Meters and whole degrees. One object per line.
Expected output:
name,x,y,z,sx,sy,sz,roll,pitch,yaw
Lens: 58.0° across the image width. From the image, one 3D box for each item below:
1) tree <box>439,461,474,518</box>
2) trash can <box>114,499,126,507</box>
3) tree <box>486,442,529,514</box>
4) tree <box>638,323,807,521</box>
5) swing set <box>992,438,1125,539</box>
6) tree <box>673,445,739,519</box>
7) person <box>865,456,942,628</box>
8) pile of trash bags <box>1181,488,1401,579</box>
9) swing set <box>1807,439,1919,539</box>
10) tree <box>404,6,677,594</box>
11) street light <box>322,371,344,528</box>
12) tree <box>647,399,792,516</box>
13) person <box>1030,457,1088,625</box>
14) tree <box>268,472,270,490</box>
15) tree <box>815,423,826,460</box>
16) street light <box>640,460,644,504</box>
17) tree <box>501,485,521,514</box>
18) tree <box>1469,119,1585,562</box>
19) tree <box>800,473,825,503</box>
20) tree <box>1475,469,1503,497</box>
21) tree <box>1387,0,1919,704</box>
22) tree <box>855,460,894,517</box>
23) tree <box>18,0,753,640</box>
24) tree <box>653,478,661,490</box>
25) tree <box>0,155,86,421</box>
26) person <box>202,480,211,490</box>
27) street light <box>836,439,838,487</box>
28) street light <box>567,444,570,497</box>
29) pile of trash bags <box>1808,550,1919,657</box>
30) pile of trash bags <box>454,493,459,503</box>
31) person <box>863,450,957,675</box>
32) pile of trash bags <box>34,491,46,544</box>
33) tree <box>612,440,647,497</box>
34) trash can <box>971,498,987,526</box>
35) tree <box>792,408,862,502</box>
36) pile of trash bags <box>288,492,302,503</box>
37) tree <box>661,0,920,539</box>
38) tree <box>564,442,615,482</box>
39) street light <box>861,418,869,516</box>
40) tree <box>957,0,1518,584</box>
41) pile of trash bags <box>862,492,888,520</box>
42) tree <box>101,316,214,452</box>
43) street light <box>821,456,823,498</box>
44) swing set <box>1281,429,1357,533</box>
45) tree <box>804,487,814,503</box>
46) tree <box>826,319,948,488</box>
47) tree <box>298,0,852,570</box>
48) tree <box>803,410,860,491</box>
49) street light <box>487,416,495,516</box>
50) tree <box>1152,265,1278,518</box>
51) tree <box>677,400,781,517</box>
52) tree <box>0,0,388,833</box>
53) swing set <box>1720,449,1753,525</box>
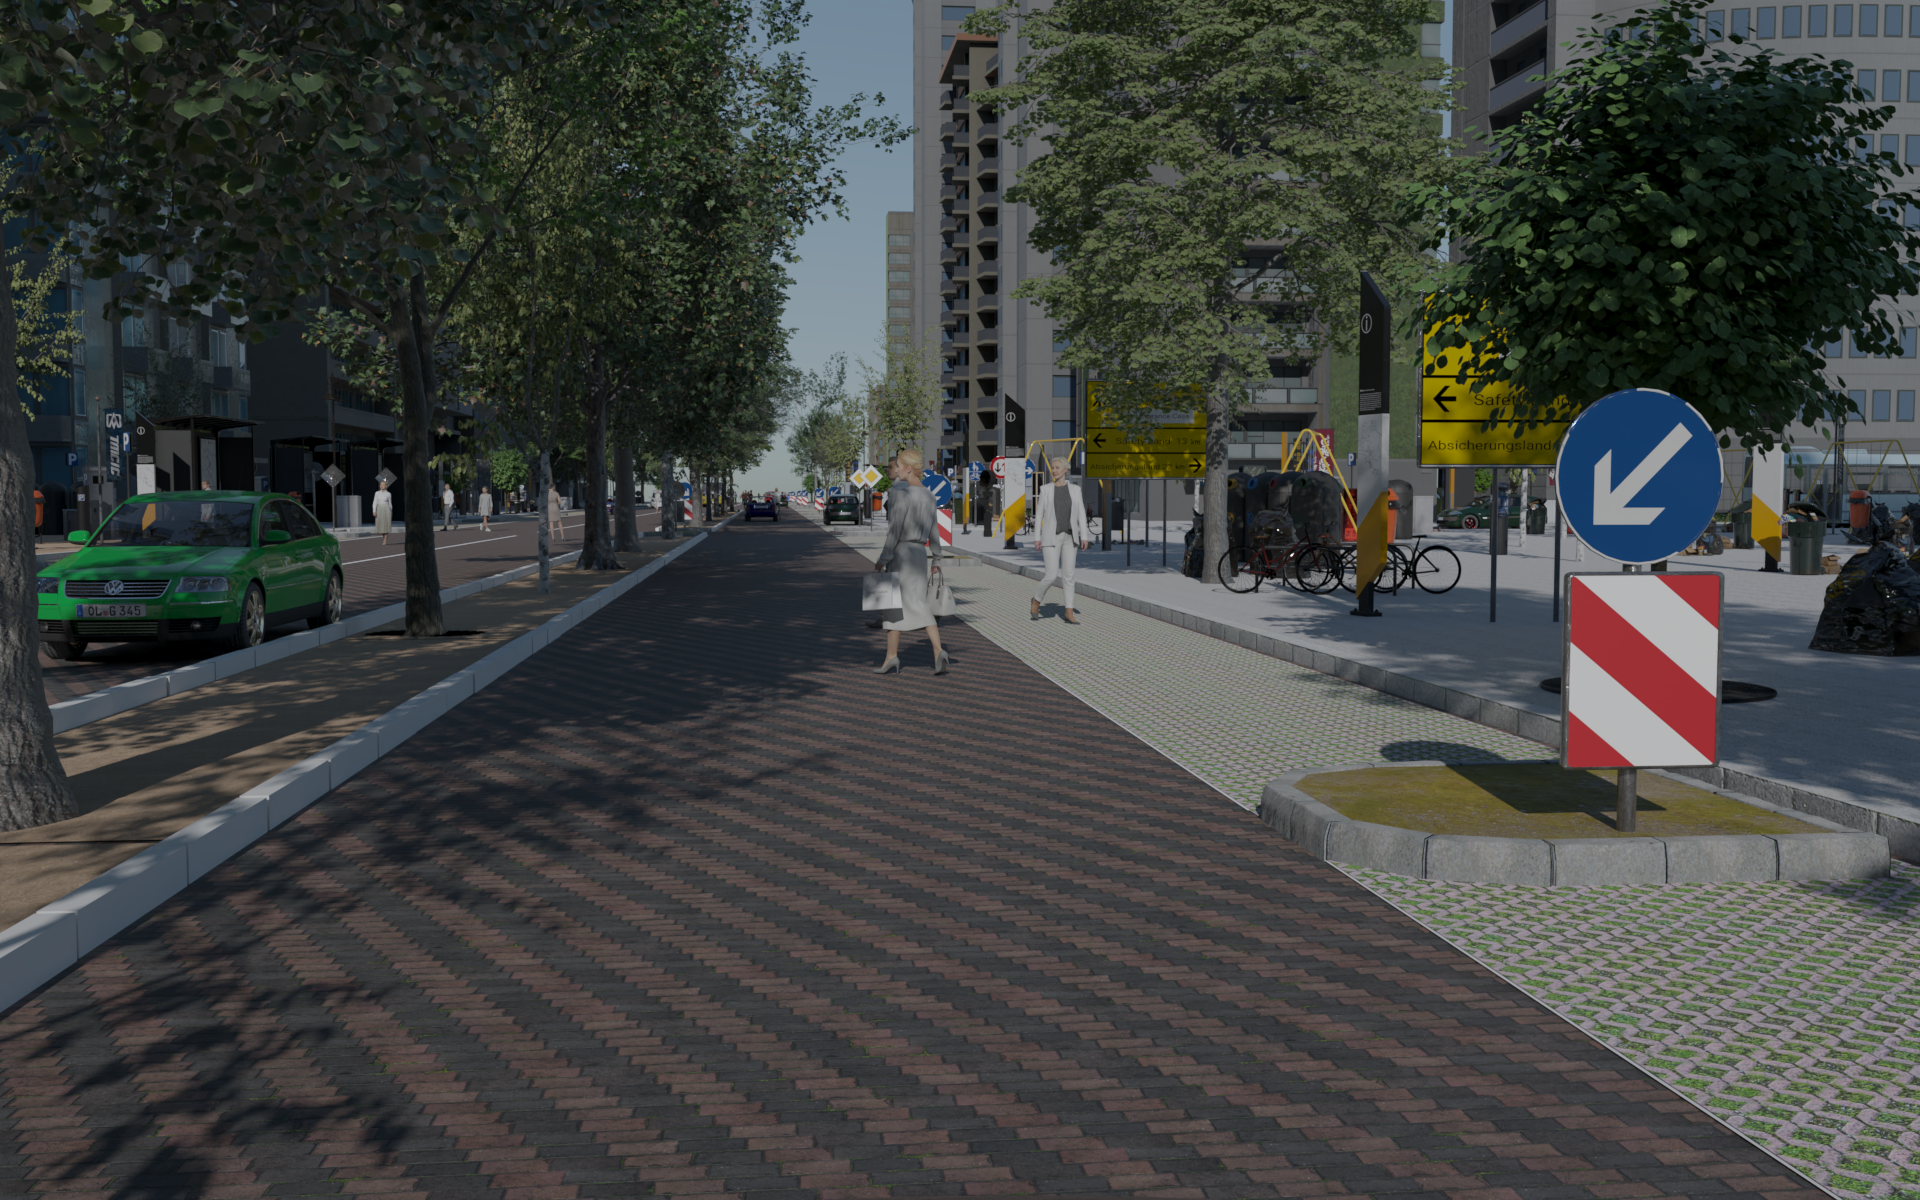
tree,-26.482,-5.926,91.486,1.663,3.219,1.824,0,3,0
trash can,-22.373,-2.143,46.695,0.748,1.137,0.748,0,3,0
tree,-28.787,-7.711,109.793,4.285,4.588,4.351,0,3,0
tree,-13.179,-10.854,90.289,12.009,13.543,11.850,0,3,0
swing set,2.743,-3.184,49.674,2.862,2.851,3.119,-2,4,-23
tree,-14.224,-8.929,98.804,4.360,8.622,3.978,0,3,0
person,-0.590,-0.603,18.465,0.850,1.850,0.679,1,4,14
pile of trash bags,5.101,-1.055,27.007,3.447,1.369,1.912,1,4,16
swing set,26.504,-3.264,50.984,2.862,2.851,3.119,0,4,-6
tree,-6.011,-4.399,24.744,4.737,8.622,4.395,0,3,0
street light,-23.604,-5.660,65.328,0.468,5.910,1.993,0,4,-6
tree,-15.736,-10.841,114.126,8.767,10.594,7.601,0,4,-6
person,1.073,-0.658,19.140,0.514,1.842,0.818,-2,4,-29
tree,-31.817,-5.344,81.970,1.663,3.219,1.824,0,3,0
tree,-7.965,-10.550,122.860,4.737,8.622,4.395,0,3,0
street light,-41.095,-15.369,224.072,0.468,5.910,1.993,0,4,-6
tree,-29.487,-7.295,113.873,1.663,3.219,1.824,0,3,0
tree,11.540,-5.030,32.595,4.737,8.622,4.395,0,3,0
tree,-20.600,-15.734,240.960,4.285,4.588,4.351,0,3,0
tree,24.833,-5.400,82.890,1.663,3.219,1.824,0,3,0
tree,4.579,-1.674,11.079,4.285,4.588,4.351,0,3,0
tree,-4.542,-6.310,97.768,1.663,3.219,1.824,0,3,0
tree,-5.527,-5.445,17.242,9.928,11.665,9.643,0,3,0
tree,-45.804,-17.318,266.860,4.285,4.588,4.351,0,3,0
tree,-20.941,-5.277,36.650,4.737,8.622,4.395,0,3,0
person,-19.749,-2.256,45.478,0.635,1.810,0.391,3,5,43
street light,-10.074,-10.312,141.385,0.468,5.910,1.993,0,4,-6
street light,-32.099,-10.338,141.815,0.468,5.910,1.993,0,4,-6
pile of trash bags,8.851,-0.268,14.134,3.447,1.369,1.912,-1,4,-21
pile of trash bags,-39.087,-7.842,137.971,3.447,1.369,1.912,2,4,31
person,-0.386,-0.294,13.656,0.694,1.780,0.624,-3,4,-37
pile of trash bags,-24.967,-2.128,44.550,3.447,1.369,1.912,1,4,17
tree,-39.044,-15.987,195.804,8.767,10.594,7.601,0,4,6
trash can,0.793,-3.620,70.837,0.748,1.137,0.748,0,3,0
tree,-14.448,-15.426,186.626,8.767,10.594,7.601,-2,4,-34
pile of trash bags,-26.123,-3.464,66.389,1.912,1.369,3.447,0,4,2
tree,-7.892,-11.920,53.240,12.611,20.169,13.585,0,3,0
tree,-36.624,-15.409,170.058,7.486,12.596,7.792,0,3,0
street light,-5.722,-7.988,103.383,0.468,5.910,1.993,0,4,-6
tree,3.815,-6.483,24.117,7.486,12.596,7.792,0,3,0
pile of trash bags,-3.071,-4.572,84.504,3.447,1.369,1.912,3,5,42
tree,-31.995,-7.309,69.866,4.360,8.622,3.978,0,3,0
street light,-14.284,-12.664,179.847,0.468,5.910,1.993,0,4,-6
swing set,8.702,-2.770,42.909,2.862,2.851,3.119,1,4,17
tree,-21.956,-15.899,254.545,1.663,3.219,1.824,0,3,0
tree,-2.305,-7.433,71.891,4.737,8.622,4.395,0,3,0
tree,-6.850,-6.903,32.328,9.611,12.733,9.660,0,3,0
tree,-11.339,-12.670,157.508,4.360,8.622,3.978,0,3,0
street light,-27.902,-7.985,103.335,0.468,5.910,1.993,0,4,-6
tree,7.594,-6.356,54.286,4.360,8.622,3.978,0,3,0
tree,-14.846,-11.342,106.021,7.486,12.596,7.792,0,3,0
tree,-4.202,-5.987,6.997,9.857,13.997,8.962,0,3,0
swing set,27.309,-3.861,60.750,2.862,2.851,3.119,0,4,-8
